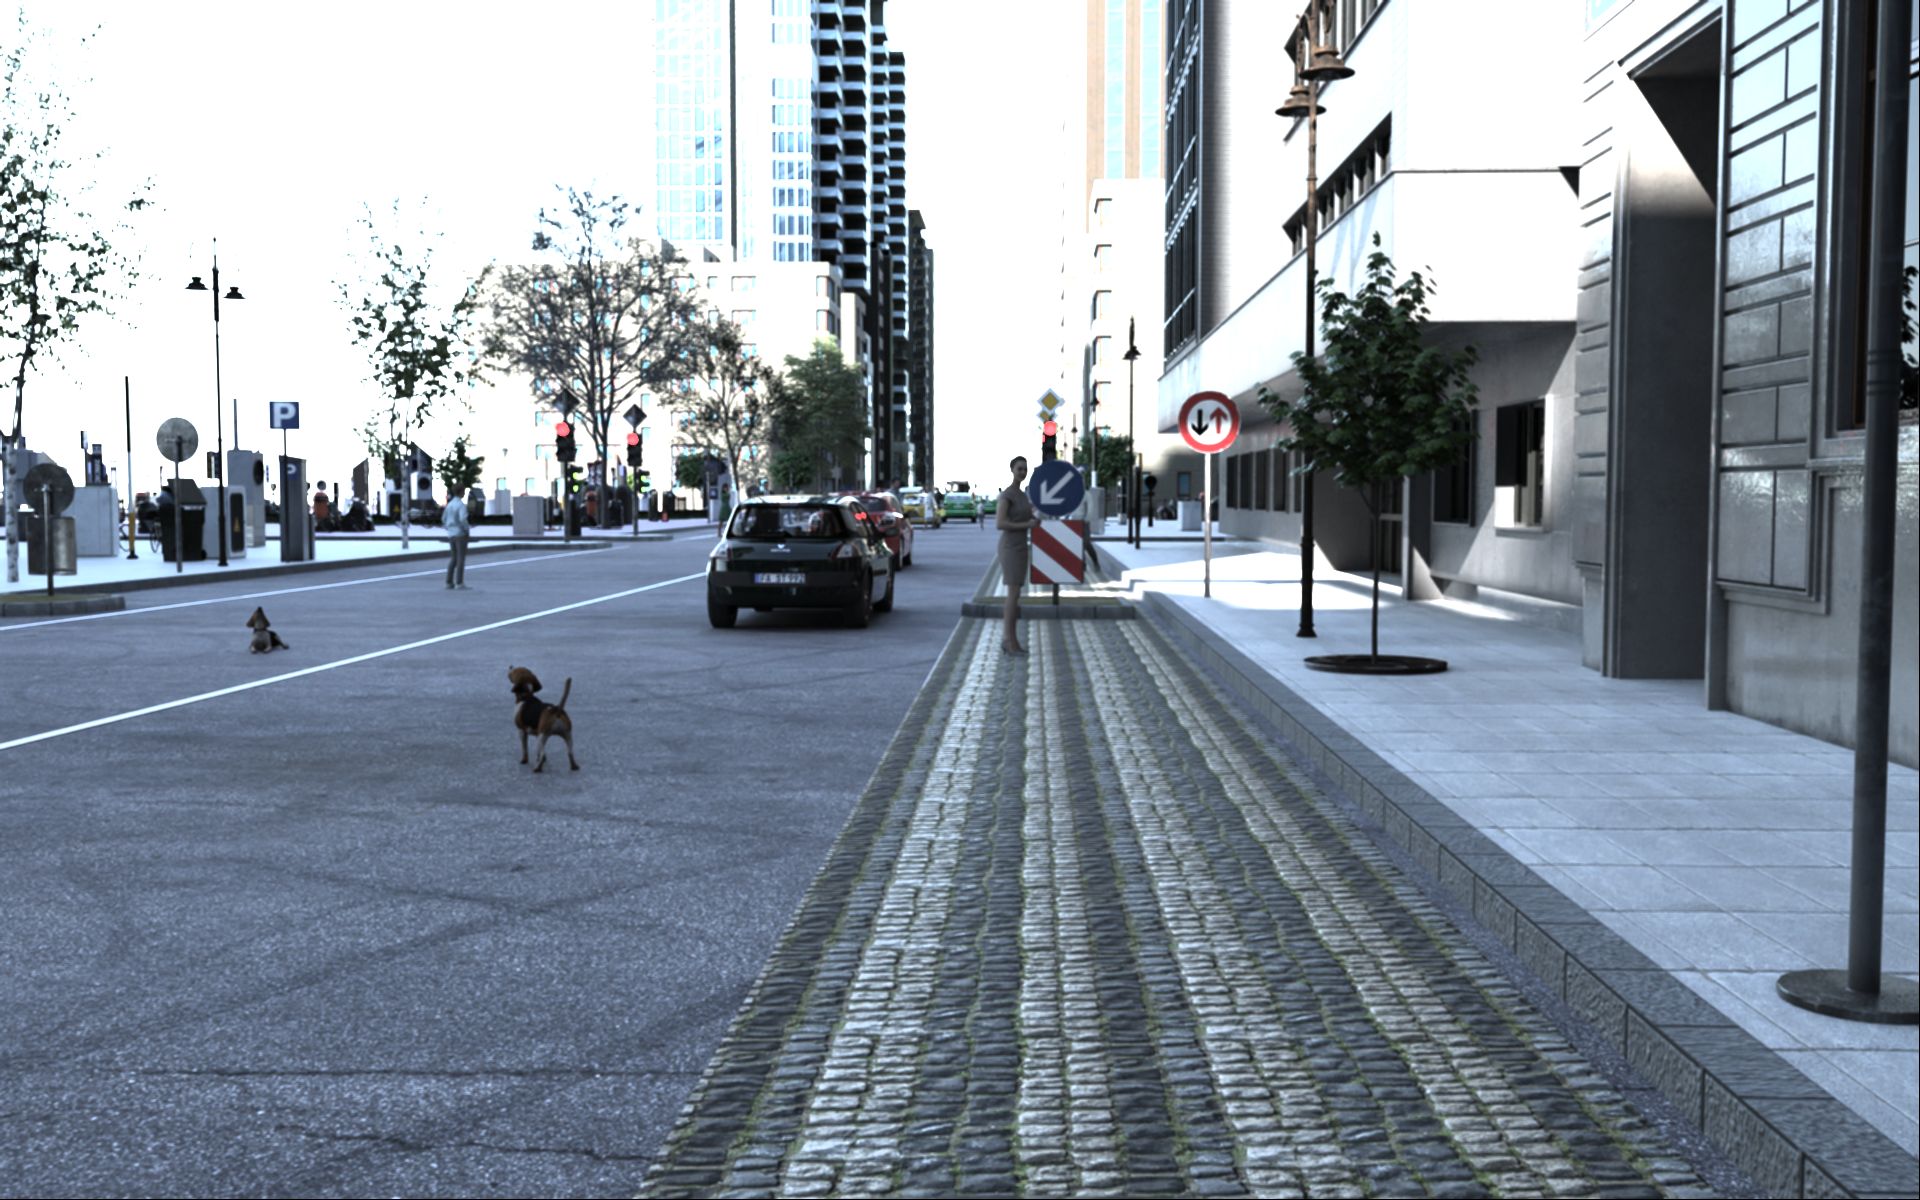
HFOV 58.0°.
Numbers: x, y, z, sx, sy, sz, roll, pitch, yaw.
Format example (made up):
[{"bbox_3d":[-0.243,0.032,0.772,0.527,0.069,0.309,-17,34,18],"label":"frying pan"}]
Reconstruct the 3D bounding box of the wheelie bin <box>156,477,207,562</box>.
[{"bbox_3d":[-14.869,-1.536,33.022,0.693,1.594,0.980,2,4,25],"label":"wheelie bin"}]

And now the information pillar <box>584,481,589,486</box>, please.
[{"bbox_3d":[-20.764,-5.631,96.562,0.304,2.012,0.304,1,4,15],"label":"information pillar"}]

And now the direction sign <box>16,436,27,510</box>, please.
[{"bbox_3d":[-36.388,-4.582,66.905,0.379,3.537,0.876,1,4,20],"label":"direction sign"}]

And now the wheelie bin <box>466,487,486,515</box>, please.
[{"bbox_3d":[-22.235,-4.377,79.480,0.693,1.594,0.980,2,4,30],"label":"wheelie bin"}]

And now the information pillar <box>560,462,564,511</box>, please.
[{"bbox_3d":[-21.043,-6.162,92.099,0.504,3.616,0.183,2,4,35],"label":"information pillar"}]

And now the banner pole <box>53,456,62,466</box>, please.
[{"bbox_3d":[-59.706,-7.621,114.612,0.863,3.779,0.401,1,4,22],"label":"banner pole"}]

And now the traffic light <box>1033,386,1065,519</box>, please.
[{"bbox_3d":[2.327,-3.441,45.188,0.839,4.253,0.868,0,4,2],"label":"traffic light"}]

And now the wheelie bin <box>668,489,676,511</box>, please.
[{"bbox_3d":[-18.511,-6.298,110.878,0.693,1.594,0.980,-1,4,-11],"label":"wheelie bin"}]

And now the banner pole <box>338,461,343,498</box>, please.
[{"bbox_3d":[-46.289,-8.530,129.484,0.863,3.779,0.401,3,5,44],"label":"banner pole"}]

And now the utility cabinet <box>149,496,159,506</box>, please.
[{"bbox_3d":[-32.565,-3.635,70.597,1.020,1.237,0.306,2,4,30],"label":"utility cabinet"}]

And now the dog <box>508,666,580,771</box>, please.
[{"bbox_3d":[-2.203,0.623,9.098,0.540,0.507,0.406,1,4,13],"label":"dog"}]

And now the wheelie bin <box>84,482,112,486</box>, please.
[{"bbox_3d":[-22.972,-2.338,46.136,0.980,1.594,0.693,-2,4,-27],"label":"wheelie bin"}]

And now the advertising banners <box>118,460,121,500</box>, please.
[{"bbox_3d":[-42.402,-5.567,87.207,0.090,3.025,2.074,-1,4,-17],"label":"advertising banners"}]

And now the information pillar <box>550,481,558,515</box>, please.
[{"bbox_3d":[-22.265,-5.541,95.082,0.304,2.012,0.304,1,4,23],"label":"information pillar"}]

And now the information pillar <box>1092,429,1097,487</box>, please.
[{"bbox_3d":[4.849,-4.352,62.506,0.183,3.616,0.504,0,4,-8],"label":"information pillar"}]

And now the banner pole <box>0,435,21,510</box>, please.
[{"bbox_3d":[-35.175,-4.543,64.296,0.863,3.779,0.401,0,4,-5],"label":"banner pole"}]

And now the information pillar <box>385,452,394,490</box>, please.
[{"bbox_3d":[-29.992,-6.102,91.116,0.504,3.616,0.183,1,4,8],"label":"information pillar"}]

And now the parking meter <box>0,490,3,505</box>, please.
[{"bbox_3d":[-55.314,-5.606,100.069,0.372,1.533,0.369,0,3,0],"label":"parking meter"}]

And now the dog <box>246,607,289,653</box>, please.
[{"bbox_3d":[-6.332,0.260,15.948,0.550,0.427,0.748,2,4,29],"label":"dog"}]

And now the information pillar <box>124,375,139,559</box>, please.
[{"bbox_3d":[-16.453,-2.630,34.351,0.183,3.616,0.504,-1,4,-19],"label":"information pillar"}]

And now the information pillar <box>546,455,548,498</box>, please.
[{"bbox_3d":[-24.648,-6.851,103.375,0.183,3.616,0.504,-1,4,-10],"label":"information pillar"}]

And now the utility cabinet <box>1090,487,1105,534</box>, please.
[{"bbox_3d":[4.368,-2.831,54.963,0.318,1.500,1.173,1,4,14],"label":"utility cabinet"}]

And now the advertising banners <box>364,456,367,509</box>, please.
[{"bbox_3d":[-27.277,-5.093,79.454,0.090,3.025,2.074,-1,4,-16],"label":"advertising banners"}]

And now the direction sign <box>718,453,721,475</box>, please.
[{"bbox_3d":[-13.420,-6.393,96.528,0.379,3.537,0.876,0,4,0],"label":"direction sign"}]

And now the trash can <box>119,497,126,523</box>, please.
[{"bbox_3d":[-36.930,-3.929,75.886,0.748,1.137,0.748,0,3,0],"label":"trash can"}]

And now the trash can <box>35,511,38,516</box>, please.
[{"bbox_3d":[-52.942,-5.384,99.677,0.748,1.137,0.748,0,3,0],"label":"trash can"}]

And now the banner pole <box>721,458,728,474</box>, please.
[{"bbox_3d":[-14.428,-7.033,105.009,0.863,3.779,0.401,0,4,7],"label":"banner pole"}]

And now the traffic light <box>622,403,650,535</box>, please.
[{"bbox_3d":[-10.051,-3.960,53.664,0.839,4.253,0.868,0,4,2],"label":"traffic light"}]

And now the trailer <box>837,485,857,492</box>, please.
[{"bbox_3d":[-7.293,-6.356,110.975,1.471,1.999,3.904,0,4,2],"label":"trailer"}]

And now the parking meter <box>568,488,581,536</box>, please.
[{"bbox_3d":[-11.760,-2.720,52.880,0.372,1.533,0.369,0,3,0],"label":"parking meter"}]

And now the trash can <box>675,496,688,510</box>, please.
[{"bbox_3d":[-17.378,-5.898,108.088,0.748,1.137,0.748,0,3,0],"label":"trash can"}]

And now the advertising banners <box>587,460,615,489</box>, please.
[{"bbox_3d":[-19.562,-6.075,95.510,2.074,3.025,0.090,0,4,6],"label":"advertising banners"}]

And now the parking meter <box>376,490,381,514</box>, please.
[{"bbox_3d":[-34.143,-5.715,101.857,0.372,1.533,0.369,0,3,0],"label":"parking meter"}]

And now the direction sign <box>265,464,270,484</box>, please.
[{"bbox_3d":[-52.375,-8.465,130.402,0.876,3.537,0.379,-3,5,-44],"label":"direction sign"}]

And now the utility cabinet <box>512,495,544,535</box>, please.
[{"bbox_3d":[-13.567,-2.646,54.425,1.020,1.237,0.306,2,4,24],"label":"utility cabinet"}]

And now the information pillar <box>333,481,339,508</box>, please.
[{"bbox_3d":[-36.352,-5.898,100.924,0.304,2.012,0.304,-1,4,-12],"label":"information pillar"}]

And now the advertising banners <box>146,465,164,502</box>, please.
[{"bbox_3d":[-48.132,-6.563,103.492,0.090,3.025,2.074,1,4,9],"label":"advertising banners"}]

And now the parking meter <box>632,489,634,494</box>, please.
[{"bbox_3d":[-17.242,-5.087,91.585,0.372,1.533,0.369,0,3,0],"label":"parking meter"}]

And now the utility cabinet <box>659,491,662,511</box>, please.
[{"bbox_3d":[-20.789,-6.928,121.947,0.318,1.500,1.173,-2,4,-34],"label":"utility cabinet"}]

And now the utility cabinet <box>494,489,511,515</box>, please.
[{"bbox_3d":[-20.456,-4.207,77.470,0.318,1.500,1.173,1,4,8],"label":"utility cabinet"}]

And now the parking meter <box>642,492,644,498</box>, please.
[{"bbox_3d":[-20.262,-6.305,111.504,0.372,1.533,0.369,0,3,0],"label":"parking meter"}]

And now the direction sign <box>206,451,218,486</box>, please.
[{"bbox_3d":[-39.681,-6.114,91.957,0.379,3.537,0.876,1,4,19],"label":"direction sign"}]

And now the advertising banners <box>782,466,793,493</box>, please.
[{"bbox_3d":[-10.808,-6.867,108.461,0.090,3.025,2.074,1,4,13],"label":"advertising banners"}]

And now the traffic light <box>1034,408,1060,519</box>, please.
[{"bbox_3d":[2.650,-3.929,53.166,0.839,4.253,0.868,0,4,2],"label":"traffic light"}]

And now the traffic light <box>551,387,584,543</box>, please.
[{"bbox_3d":[-10.375,-3.472,45.685,0.839,4.253,0.868,0,4,2],"label":"traffic light"}]

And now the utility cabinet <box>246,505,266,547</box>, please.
[{"bbox_3d":[-17.229,-2.037,41.984,0.318,1.500,1.173,-3,5,-43],"label":"utility cabinet"}]

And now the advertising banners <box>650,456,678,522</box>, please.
[{"bbox_3d":[-13.683,-5.138,80.198,2.074,3.025,0.090,3,5,42],"label":"advertising banners"}]

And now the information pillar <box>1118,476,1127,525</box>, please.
[{"bbox_3d":[6.781,-4.147,72.292,0.304,2.012,0.304,-1,4,-21],"label":"information pillar"}]

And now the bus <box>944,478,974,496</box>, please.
[{"bbox_3d":[-0.020,-12.057,191.984,2.948,3.499,13.247,0,4,3],"label":"bus"}]

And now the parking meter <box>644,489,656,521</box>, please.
[{"bbox_3d":[-14.666,-4.535,82.555,0.372,1.533,0.369,0,3,0],"label":"parking meter"}]

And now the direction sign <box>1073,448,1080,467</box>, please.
[{"bbox_3d":[5.984,-5.729,85.668,0.876,3.537,0.379,-1,4,-20],"label":"direction sign"}]
